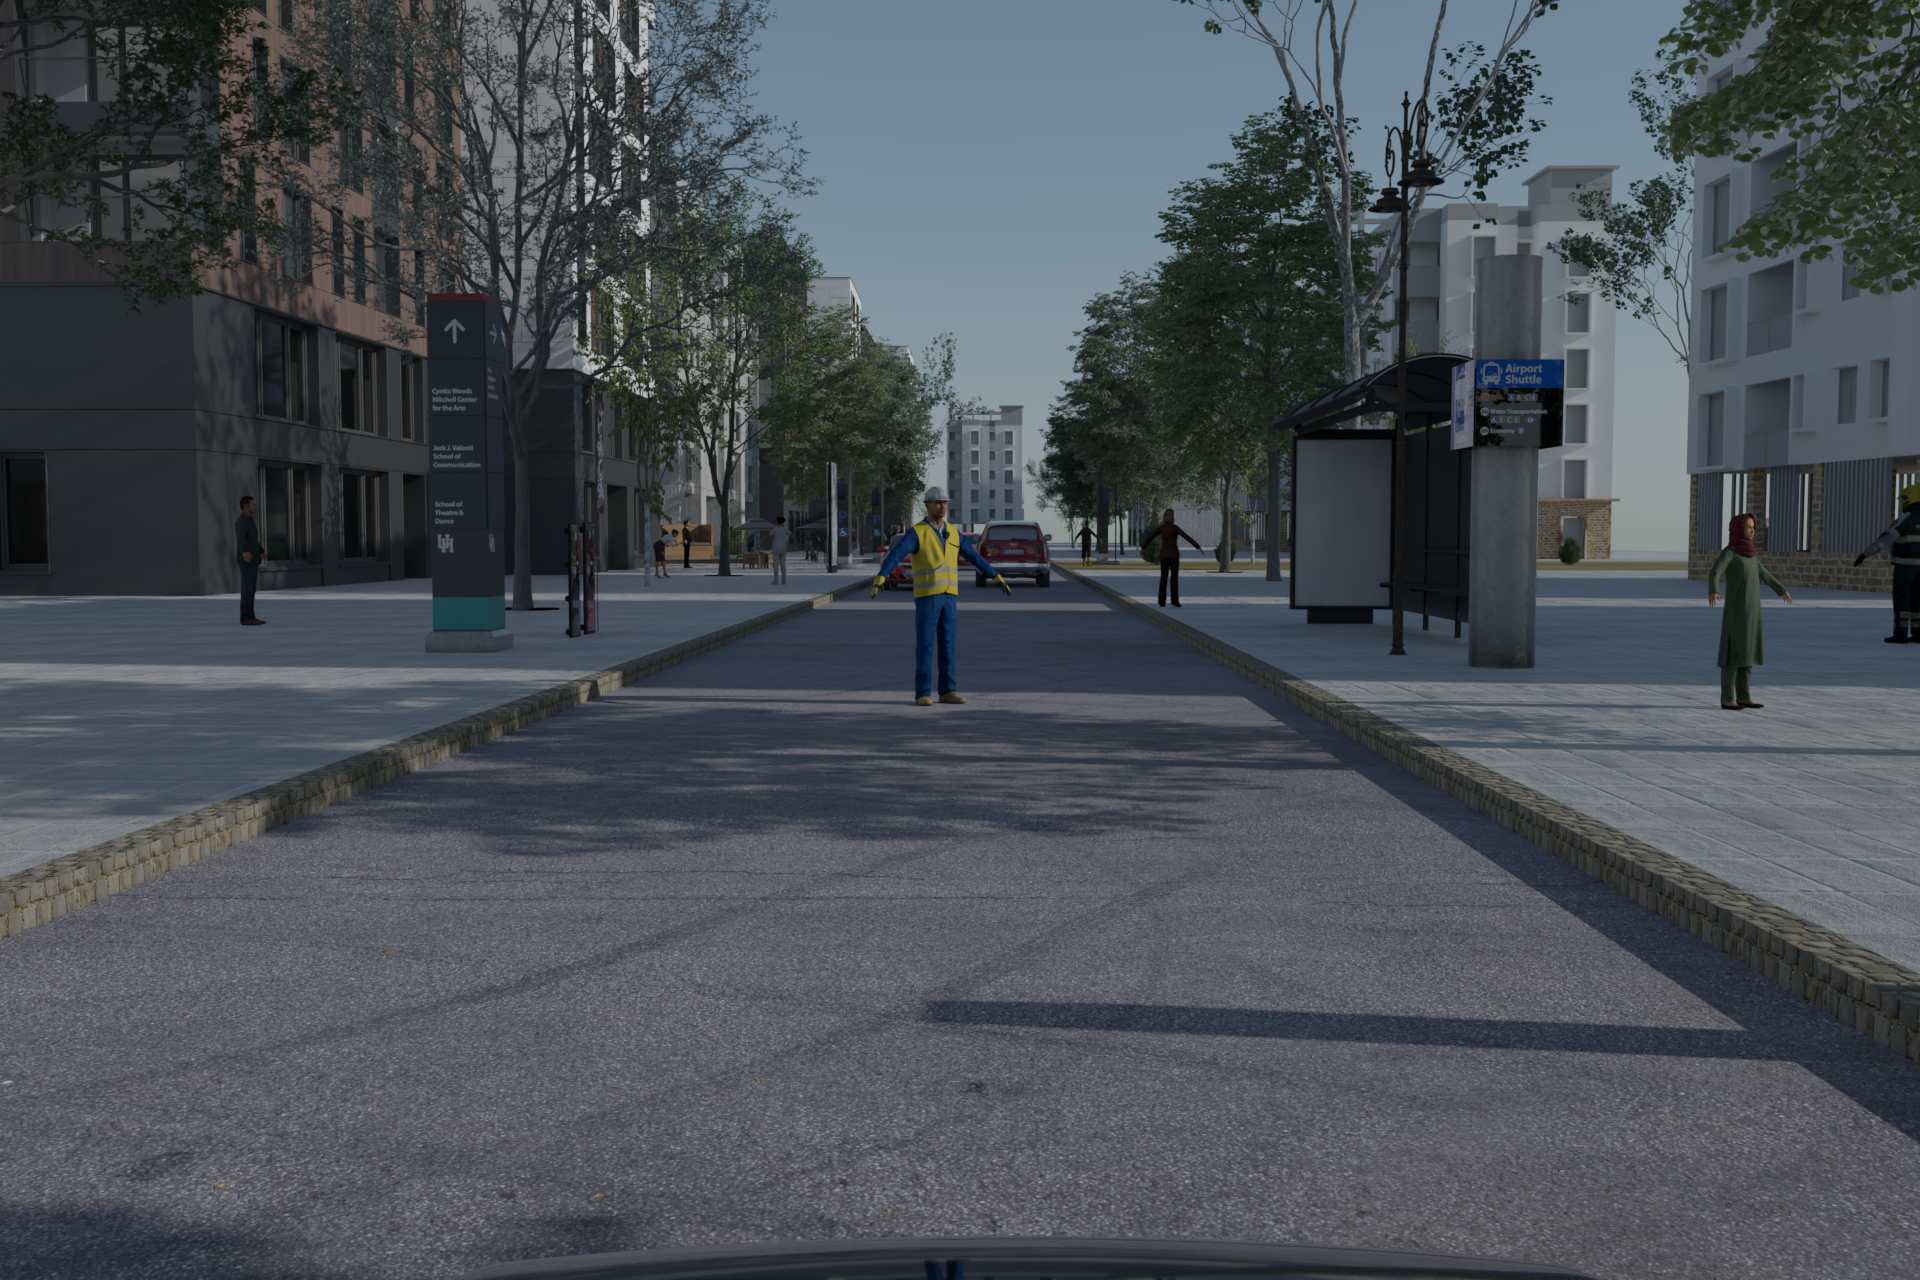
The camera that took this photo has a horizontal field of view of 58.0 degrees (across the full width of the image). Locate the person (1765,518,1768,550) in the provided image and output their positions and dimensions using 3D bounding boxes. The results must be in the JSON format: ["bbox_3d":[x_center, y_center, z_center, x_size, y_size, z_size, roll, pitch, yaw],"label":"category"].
[{"bbox_3d":[23.241,-2.657,50.044,0.434,1.755,0.990,-2,4,-27],"label":"person"}]

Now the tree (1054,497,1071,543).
[{"bbox_3d":[15.754,-18.460,252.174,4.737,8.622,4.395,0,3,0],"label":"tree"}]

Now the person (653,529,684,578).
[{"bbox_3d":[-8.570,-2.534,50.660,0.628,1.438,0.799,3,4,37],"label":"person"}]

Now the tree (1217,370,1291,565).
[{"bbox_3d":[12.305,-7.502,73.016,4.360,8.622,3.978,0,3,0],"label":"tree"}]

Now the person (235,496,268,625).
[{"bbox_3d":[-10.004,-1.123,24.427,0.705,1.821,1.348,-1,4,-12],"label":"person"}]

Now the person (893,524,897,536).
[{"bbox_3d":[-3.184,-5.019,88.526,0.721,1.772,1.216,0,4,3],"label":"person"}]

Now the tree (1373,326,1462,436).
[{"bbox_3d":[16.747,-6.832,62.063,4.737,8.622,4.395,0,3,0],"label":"tree"}]

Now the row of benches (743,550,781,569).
[{"bbox_3d":[-7.407,-3.052,65.366,1.422,0.672,4.104,0,4,7],"label":"row of benches"}]

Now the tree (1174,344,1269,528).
[{"bbox_3d":[10.393,-7.111,66.623,4.737,8.622,4.395,0,3,0],"label":"tree"}]

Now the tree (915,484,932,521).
[{"bbox_3d":[-4.133,-18.662,255.490,4.360,8.622,3.978,0,3,0],"label":"tree"}]

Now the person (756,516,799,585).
[{"bbox_3d":[-4.640,-2.286,44.146,1.217,1.739,0.721,-2,4,-34],"label":"person"}]

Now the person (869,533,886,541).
[{"bbox_3d":[-4.388,-5.351,93.681,0.705,1.806,1.347,-3,5,-43],"label":"person"}]

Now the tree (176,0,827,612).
[{"bbox_3d":[-7.304,-7.230,28.582,12.009,13.543,11.850,0,3,0],"label":"tree"}]

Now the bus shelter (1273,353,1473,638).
[{"bbox_3d":[5.439,-1.727,22.154,2.014,3.302,5.546,0,4,1],"label":"bus shelter"}]

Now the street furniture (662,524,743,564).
[{"bbox_3d":[-14.483,-4.327,77.599,11.010,1.723,9.812,-2,4,-34],"label":"street furniture"}]

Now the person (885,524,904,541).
[{"bbox_3d":[-2.837,-4.413,78.869,1.216,1.740,0.721,1,4,18],"label":"person"}]

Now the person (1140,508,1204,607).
[{"bbox_3d":[3.708,-1.443,30.404,1.215,1.729,0.721,2,4,31],"label":"person"}]

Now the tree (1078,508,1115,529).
[{"bbox_3d":[21.128,-20.840,258.860,7.486,12.596,7.792,0,3,0],"label":"tree"}]

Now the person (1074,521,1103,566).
[{"bbox_3d":[5.072,-3.845,69.011,1.346,1.812,0.704,3,4,37],"label":"person"}]

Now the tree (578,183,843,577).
[{"bbox_3d":[-7.269,-7.737,52.249,9.928,11.665,9.643,0,3,0],"label":"tree"}]

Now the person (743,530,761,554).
[{"bbox_3d":[-10.477,-4.957,86.906,0.705,1.847,1.347,2,4,33],"label":"person"}]

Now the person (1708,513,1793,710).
[{"bbox_3d":[5.762,-0.211,12.661,0.989,1.438,0.599,-2,4,-34],"label":"person"}]

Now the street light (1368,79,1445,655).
[{"bbox_3d":[4.652,-2.780,18.234,0.468,5.910,1.993,0,4,2],"label":"street light"}]

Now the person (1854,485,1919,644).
[{"bbox_3d":[11.131,-0.891,20.330,1.351,1.858,0.704,-1,4,-15],"label":"person"}]

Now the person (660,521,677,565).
[{"bbox_3d":[-12.312,-3.997,71.134,1.354,1.856,0.705,0,4,-2],"label":"person"}]

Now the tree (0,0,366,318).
[{"bbox_3d":[-8.325,-4.807,12.999,7.601,10.594,8.767,-3,4,-37],"label":"tree"}]

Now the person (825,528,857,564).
[{"bbox_3d":[-4.825,-3.930,70.473,1.346,1.802,0.704,-1,4,-12],"label":"person"}]

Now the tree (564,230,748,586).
[{"bbox_3d":[-7.458,-5.632,42.438,4.737,8.622,4.395,0,3,0],"label":"tree"}]

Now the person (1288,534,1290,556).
[{"bbox_3d":[19.074,-5.733,99.671,0.705,1.837,1.347,0,4,1],"label":"person"}]

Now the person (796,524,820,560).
[{"bbox_3d":[-7.572,-4.914,86.608,1.348,1.796,0.705,1,4,20],"label":"person"}]

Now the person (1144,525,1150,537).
[{"bbox_3d":[10.698,-5.646,98.440,0.704,1.817,1.347,-1,4,-20],"label":"person"}]

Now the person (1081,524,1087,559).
[{"bbox_3d":[6.452,-5.123,89.883,0.705,1.813,1.348,0,4,-2],"label":"person"}]

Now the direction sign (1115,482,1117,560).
[{"bbox_3d":[6.755,-5.083,75.099,0.379,3.537,0.876,0,4,2],"label":"direction sign"}]

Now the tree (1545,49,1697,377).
[{"bbox_3d":[28.992,-13.107,70.185,12.611,20.169,13.585,0,3,0],"label":"tree"}]

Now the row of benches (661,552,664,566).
[{"bbox_3d":[-13.977,-3.300,69.422,4.104,0.672,1.422,-1,4,-13],"label":"row of benches"}]

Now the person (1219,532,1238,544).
[{"bbox_3d":[15.556,-5.724,100.396,1.217,1.733,0.721,2,4,35],"label":"person"}]

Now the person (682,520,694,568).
[{"bbox_3d":[-10.261,-3.610,65.213,0.705,1.806,1.347,0,4,3],"label":"person"}]

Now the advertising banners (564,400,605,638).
[{"bbox_3d":[-4.776,-1.591,22.199,0.090,3.025,2.074,0,4,2],"label":"advertising banners"}]

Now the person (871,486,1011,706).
[{"bbox_3d":[-0.187,-0.376,14.569,1.349,1.833,0.705,-2,4,-32],"label":"person"}]
